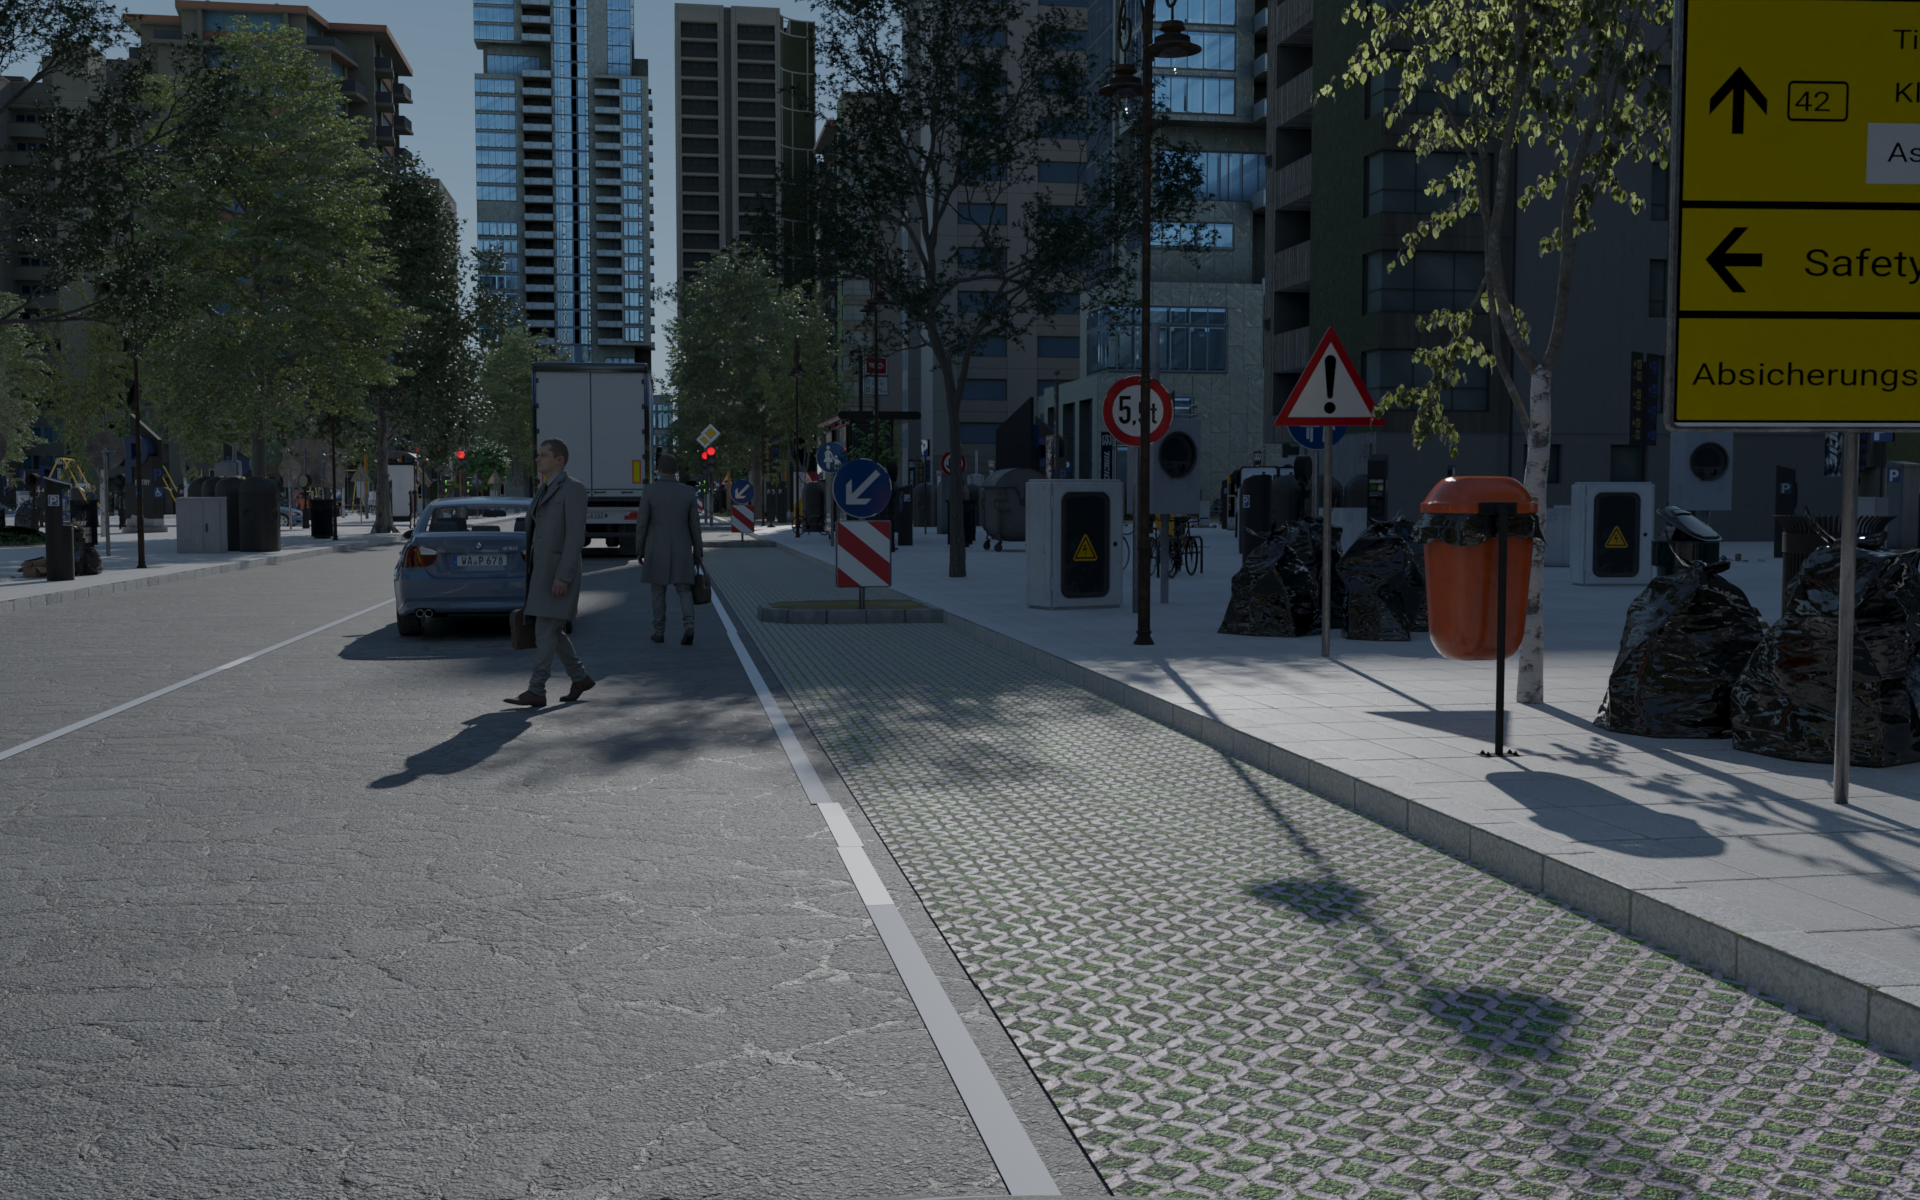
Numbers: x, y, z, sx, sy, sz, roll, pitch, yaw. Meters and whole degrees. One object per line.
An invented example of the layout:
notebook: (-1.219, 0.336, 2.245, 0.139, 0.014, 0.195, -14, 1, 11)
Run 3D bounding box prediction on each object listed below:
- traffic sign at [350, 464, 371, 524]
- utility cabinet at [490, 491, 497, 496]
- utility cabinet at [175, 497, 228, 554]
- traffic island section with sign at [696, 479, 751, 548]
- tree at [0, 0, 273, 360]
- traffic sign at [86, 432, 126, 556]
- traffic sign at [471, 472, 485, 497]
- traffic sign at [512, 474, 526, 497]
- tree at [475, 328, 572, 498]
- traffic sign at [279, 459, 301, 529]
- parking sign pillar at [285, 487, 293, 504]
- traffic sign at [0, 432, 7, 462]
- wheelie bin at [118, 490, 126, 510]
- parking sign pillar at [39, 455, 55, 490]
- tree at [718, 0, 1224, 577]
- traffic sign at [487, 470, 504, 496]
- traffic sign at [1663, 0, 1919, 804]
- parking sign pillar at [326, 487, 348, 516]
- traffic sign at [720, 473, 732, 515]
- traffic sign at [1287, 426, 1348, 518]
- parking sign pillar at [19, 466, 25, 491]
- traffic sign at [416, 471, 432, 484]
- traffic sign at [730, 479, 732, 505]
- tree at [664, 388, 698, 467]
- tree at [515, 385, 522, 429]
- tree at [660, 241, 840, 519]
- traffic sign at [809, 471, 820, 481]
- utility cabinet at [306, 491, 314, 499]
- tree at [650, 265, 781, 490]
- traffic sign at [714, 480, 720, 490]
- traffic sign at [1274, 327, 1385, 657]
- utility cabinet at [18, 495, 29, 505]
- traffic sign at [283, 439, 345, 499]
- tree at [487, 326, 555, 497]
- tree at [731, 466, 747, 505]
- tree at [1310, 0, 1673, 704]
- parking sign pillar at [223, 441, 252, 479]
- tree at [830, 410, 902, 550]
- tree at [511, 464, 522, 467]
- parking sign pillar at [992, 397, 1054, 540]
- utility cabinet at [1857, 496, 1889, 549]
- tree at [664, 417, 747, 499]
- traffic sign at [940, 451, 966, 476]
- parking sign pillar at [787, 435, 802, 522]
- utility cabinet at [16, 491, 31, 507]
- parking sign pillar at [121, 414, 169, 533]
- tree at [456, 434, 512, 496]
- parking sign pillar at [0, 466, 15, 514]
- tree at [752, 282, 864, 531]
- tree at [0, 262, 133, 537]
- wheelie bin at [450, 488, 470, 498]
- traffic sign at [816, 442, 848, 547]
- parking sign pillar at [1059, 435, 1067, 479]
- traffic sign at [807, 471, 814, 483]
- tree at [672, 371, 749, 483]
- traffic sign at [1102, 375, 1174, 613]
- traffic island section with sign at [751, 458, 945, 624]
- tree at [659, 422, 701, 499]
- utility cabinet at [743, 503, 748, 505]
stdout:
traffic sign: (-25.606, -4.526, 74.006, 0.884, 2.594, 0.081, 0, 4, -4)
utility cabinet: (-29.859, -6.214, 110.277, 0.318, 1.500, 1.173, 1, 4, 10)
utility cabinet: (-16.405, -1.608, 37.460, 1.020, 1.237, 0.306, 0, 4, 6)
traffic island section with sign: (-6.044, -2.345, 46.965, 1.989, 1.847, 2.006, -1, 4, -10)
tree: (-13.621, -5.402, 22.738, 7.601, 10.594, 8.767, 1, 4, 12)
traffic sign: (-17.534, -2.170, 35.580, 0.768, 2.556, 0.104, 0, 4, -6)
traffic sign: (-25.395, -5.500, 91.105, 0.795, 2.450, 0.064, 0, 4, -3)
traffic sign: (-28.332, -6.802, 111.209, 0.884, 2.594, 0.081, 0, 4, -4)
tree: (-33.391, -13.803, 132.338, 9.857, 13.997, 8.962, 0, 3, 0)
traffic sign: (-24.331, -3.840, 62.890, 0.768, 2.556, 0.104, 0, 4, -7)
parking sign pillar: (-45.949, -8.025, 119.685, 1.447, 3.967, 1.447, -1, 4, -23)
traffic sign: (-18.108, -1.963, 32.208, 0.768, 2.556, 0.104, 0, 4, -3)
wheelie bin: (-41.097, -4.748, 85.538, 0.980, 1.594, 0.693, 0, 4, 5)
parking sign pillar: (-62.083, -7.931, 118.143, 1.447, 3.967, 1.447, -1, 4, -13)
tree: (0.113, -5.649, 26.776, 8.767, 10.594, 7.601, 1, 4, 21)
traffic sign: (-24.734, -5.638, 92.184, 0.884, 2.594, 0.081, 0, 4, -2)
traffic sign: (3.979, -0.809, 7.101, 2.265, 3.308, 0.079, 0, 4, -3)
parking sign pillar: (-35.956, -6.790, 99.489, 1.447, 3.967, 1.447, -3, 5, -44)
traffic sign: (-14.144, -6.434, 105.201, 0.884, 2.594, 0.081, 0, 4, -2)
traffic sign: (4.127, -1.223, 20.105, 0.768, 2.556, 0.104, 0, 4, -7)
parking sign pillar: (-74.447, -9.101, 137.278, 1.447, 3.967, 1.447, -1, 4, -19)
traffic sign: (-28.745, -5.681, 92.893, 0.884, 2.594, 0.081, 0, 3, 0)
traffic sign: (-15.000, -6.827, 113.756, 0.606, 2.300, 0.079, 0, 4, -2)
tree: (-24.652, -14.769, 167.232, 9.928, 11.665, 9.643, 0, 3, 0)
tree: (-36.679, -15.018, 155.914, 12.009, 13.543, 11.850, 0, 3, 0)
tree: (-10.228, -11.043, 87.204, 9.857, 13.997, 8.962, 0, 3, 0)
traffic sign: (-8.239, -5.951, 97.406, 0.768, 2.556, 0.104, 0, 4, 0)
utility cabinet: (-47.806, -7.201, 126.413, 1.173, 1.500, 0.318, -2, 4, -26)
tree: (-19.481, -17.477, 141.633, 12.611, 20.169, 13.585, 0, 3, 0)
traffic sign: (-21.212, -9.229, 151.006, 0.768, 2.556, 0.104, 0, 4, -3)
traffic sign: (2.886, -0.832, 13.599, 0.884, 2.594, 0.081, 0, 4, -4)
utility cabinet: (-45.020, -4.410, 83.263, 0.306, 1.237, 1.020, -3, 4, -39)
traffic sign: (-24.089, -4.324, 64.578, 2.265, 3.308, 0.079, 0, 4, -2)
tree: (-30.216, -12.167, 117.058, 7.486, 12.596, 7.792, 0, 3, 0)
tree: (-14.092, -7.006, 109.148, 1.663, 3.219, 1.824, 0, 3, 0)
tree: (3.694, -3.681, 10.555, 4.360, 8.622, 3.978, 0, 3, 0)
parking sign pillar: (-36.725, -6.092, 88.084, 1.447, 3.967, 1.447, 3, 5, 43)
tree: (-1.912, -2.765, 39.806, 1.663, 3.219, 1.824, 0, 3, 0)
tree: (-34.856, -12.784, 143.425, 7.601, 10.594, 8.767, 1, 4, 10)
parking sign pillar: (1.620, -3.686, 48.733, 1.447, 3.967, 1.447, 3, 5, 43)
utility cabinet: (19.910, -1.638, 37.938, 0.306, 1.237, 1.020, 0, 4, -2)
tree: (-27.727, -16.537, 187.380, 9.611, 12.733, 9.660, 0, 3, 0)
traffic sign: (-0.198, -3.092, 50.654, 0.768, 2.556, 0.104, 0, 4, -8)
parking sign pillar: (-7.683, -5.570, 79.548, 1.447, 3.967, 1.447, -1, 4, -12)
utility cabinet: (-68.281, -7.195, 126.323, 0.318, 1.500, 1.173, 1, 4, 8)
parking sign pillar: (-27.292, -4.247, 57.911, 1.447, 3.967, 1.447, 2, 4, 24)
tree: (-26.140, -6.808, 95.022, 4.285, 4.588, 4.351, 0, 3, 0)
parking sign pillar: (-61.279, -7.471, 110.625, 1.447, 3.967, 1.447, -1, 4, -15)
tree: (-5.348, -6.680, 59.580, 4.737, 8.622, 4.395, 0, 3, 0)
tree: (-25.972, -6.202, 51.769, 4.737, 8.622, 4.395, 0, 3, 0)
wheelie bin: (-24.482, -4.709, 84.897, 0.980, 1.594, 0.693, -1, 4, -18)
traffic sign: (-3.116, -2.576, 42.218, 0.768, 2.556, 0.104, 0, 4, -5)
parking sign pillar: (3.029, -4.340, 59.433, 1.447, 3.967, 1.447, 3, 5, 42)
traffic sign: (-8.288, -5.732, 93.727, 0.884, 2.594, 0.081, 0, 4, -1)
tree: (-22.571, -14.665, 157.895, 7.486, 12.596, 7.792, 0, 3, 0)
traffic sign: (1.899, -1.131, 18.604, 0.768, 2.556, 0.104, 0, 4, -1)
traffic island section with sign: (-1.313, -0.690, 19.902, 1.989, 1.847, 2.006, -1, 4, -10)
tree: (-32.780, -18.817, 218.029, 12.009, 13.543, 11.850, 0, 3, 0)
utility cabinet: (-11.393, -4.959, 92.242, 0.306, 1.237, 1.020, 0, 4, -4)
